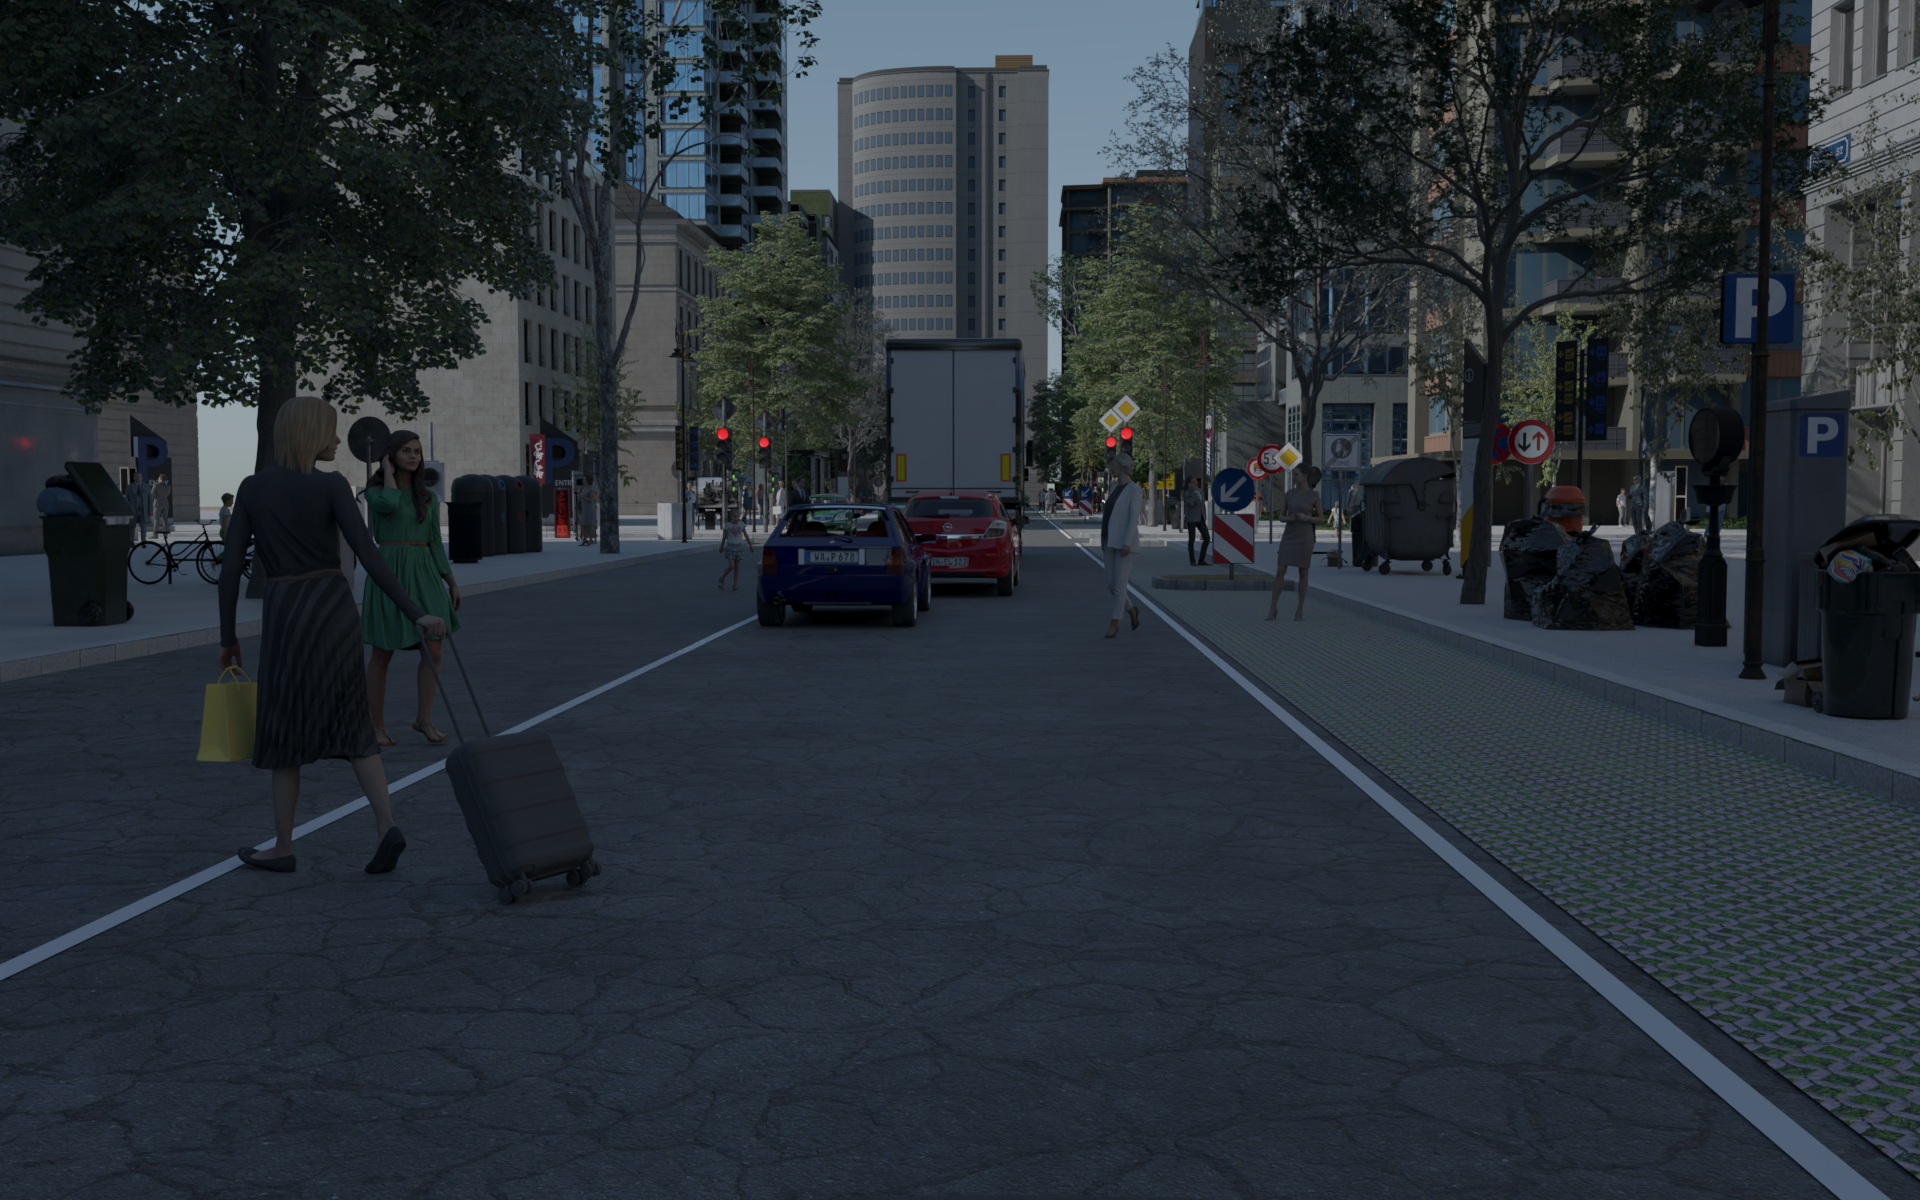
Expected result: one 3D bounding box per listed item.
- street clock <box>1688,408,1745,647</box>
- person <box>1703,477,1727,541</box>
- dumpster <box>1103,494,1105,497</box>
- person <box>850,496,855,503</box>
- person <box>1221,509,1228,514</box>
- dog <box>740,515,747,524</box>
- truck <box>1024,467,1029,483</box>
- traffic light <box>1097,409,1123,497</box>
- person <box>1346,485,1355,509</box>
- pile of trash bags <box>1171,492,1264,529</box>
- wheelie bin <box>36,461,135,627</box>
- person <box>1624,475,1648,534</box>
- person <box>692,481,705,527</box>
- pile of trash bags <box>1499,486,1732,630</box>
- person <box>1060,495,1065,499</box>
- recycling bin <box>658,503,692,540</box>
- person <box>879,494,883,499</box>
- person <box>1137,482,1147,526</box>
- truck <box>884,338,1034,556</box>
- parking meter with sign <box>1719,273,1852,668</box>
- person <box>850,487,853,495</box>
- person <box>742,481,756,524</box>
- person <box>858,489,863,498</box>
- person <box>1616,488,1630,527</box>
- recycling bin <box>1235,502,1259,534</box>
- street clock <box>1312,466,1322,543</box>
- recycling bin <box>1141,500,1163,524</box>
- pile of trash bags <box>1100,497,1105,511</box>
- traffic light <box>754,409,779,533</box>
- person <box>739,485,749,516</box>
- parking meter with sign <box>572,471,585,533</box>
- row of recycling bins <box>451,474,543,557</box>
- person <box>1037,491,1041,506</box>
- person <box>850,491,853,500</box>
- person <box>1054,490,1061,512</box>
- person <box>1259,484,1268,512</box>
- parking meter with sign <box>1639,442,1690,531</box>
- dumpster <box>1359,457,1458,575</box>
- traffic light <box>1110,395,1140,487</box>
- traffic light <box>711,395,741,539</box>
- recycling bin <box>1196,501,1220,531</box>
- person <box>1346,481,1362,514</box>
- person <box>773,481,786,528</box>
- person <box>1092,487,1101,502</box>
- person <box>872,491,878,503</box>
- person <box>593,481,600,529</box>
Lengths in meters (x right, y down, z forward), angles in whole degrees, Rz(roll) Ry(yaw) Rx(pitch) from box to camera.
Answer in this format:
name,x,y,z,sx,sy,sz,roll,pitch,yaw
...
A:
name,x,y,z,sx,sy,sz,roll,pitch,yaw
street clock,6.337,-0.611,14.563,0.358,2.002,0.471,-1,4,-8
person,19.921,-2.409,45.693,0.793,1.790,0.793,1,4,22
dumpster,11.501,-7.662,131.029,1.264,1.857,1.865,0,4,2
person,-6.105,-5.269,97.696,1.012,1.151,0.738,2,4,32
person,17.020,-6.448,111.375,0.836,1.842,0.656,-2,4,-35
dog,-9.353,-3.425,73.730,0.748,0.427,0.550,-2,4,-28
truck,2.051,-5.978,93.670,3.469,3.379,9.791,0,4,1
traffic light,4.934,-4.163,56.982,0.839,4.253,0.868,0,4,2
person,21.460,-5.434,95.071,0.592,1.802,0.473,-1,4,-13
pile of trash bags,9.341,-3.265,63.135,3.447,1.369,1.912,1,4,18
wheelie bin,-8.571,-0.554,16.959,0.693,1.594,0.980,0,4,2
person,18.677,-2.549,47.896,0.590,1.801,0.661,-2,4,-27
person,-10.335,-3.794,68.180,0.694,1.812,0.767,1,4,21
pile of trash bags,6.530,-0.496,17.857,1.912,1.369,3.447,0,4,6
person,12.930,-12.506,213.058,1.350,1.814,0.705,-1,4,-20
recycling bin,-8.013,-2.210,48.693,0.722,1.027,0.722,-3,5,-44
person,-6.007,-8.350,142.561,1.348,1.824,0.705,2,4,24
person,7.318,-3.901,70.162,0.599,1.781,0.374,-1,4,-16
truck,0.131,-2.928,36.794,2.839,4.237,11.283,0,4,3
parking meter with sign,6.271,-1.021,12.955,0.543,3.016,1.738,0,4,3
person,-8.320,-7.622,130.846,0.473,1.802,0.592,0,4,2
person,-9.090,-4.188,74.534,0.581,1.822,0.654,-1,4,-10
person,-10.114,-10.606,179.527,0.705,1.814,1.350,3,4,39
person,25.676,-3.574,67.069,0.523,1.515,0.503,2,4,30
recycling bin,9.317,-2.675,56.298,0.722,1.027,0.722,1,4,15
street clock,9.169,-2.484,45.189,0.471,2.002,0.358,-2,4,-28
recycling bin,8.126,-3.714,73.270,0.722,1.027,0.722,-1,4,-21
pile of trash bags,11.872,-7.201,127.485,1.912,1.369,3.447,-3,5,-43
traffic light,-6.422,-4.185,57.339,0.839,4.253,0.868,0,4,2
person,-12.386,-5.729,100.071,0.624,1.780,0.694,2,4,35
parking meter with sign,-12.461,-3.725,57.162,1.738,3.016,0.543,-1,4,-15
row of recycling bins,-9.873,-1.820,36.875,1.069,1.692,3.534,0,4,8
person,9.140,-11.500,196.536,1.348,1.822,0.705,-3,5,-45
person,-7.397,-6.572,116.098,0.503,1.515,0.523,-1,4,-10
person,7.446,-7.714,135.405,0.721,1.735,1.217,-3,5,-40
person,15.981,-5.221,91.430,0.581,1.822,0.654,-1,4,-12
parking meter with sign,23.532,-3.762,57.766,0.543,3.016,1.738,-2,4,-32
dumpster,7.247,-1.361,28.010,1.264,1.857,1.865,0,4,2
traffic light,4.671,-3.675,49.001,0.839,4.253,0.868,0,4,2
traffic light,-6.685,-3.696,49.358,0.839,4.253,0.868,0,4,2
recycling bin,8.701,-2.977,61.221,0.722,1.027,0.722,-3,5,-42
person,15.891,-3.866,69.435,0.709,1.800,0.728,-3,4,-38
person,-6.788,-3.642,65.934,0.624,1.780,0.694,2,4,25
person,9.549,-7.045,121.398,0.661,1.801,0.590,0,4,0
person,-10.612,-12.552,213.360,1.348,1.869,0.705,-2,4,-24
person,-13.297,-3.461,63.175,0.519,1.759,0.362,-1,4,-23
